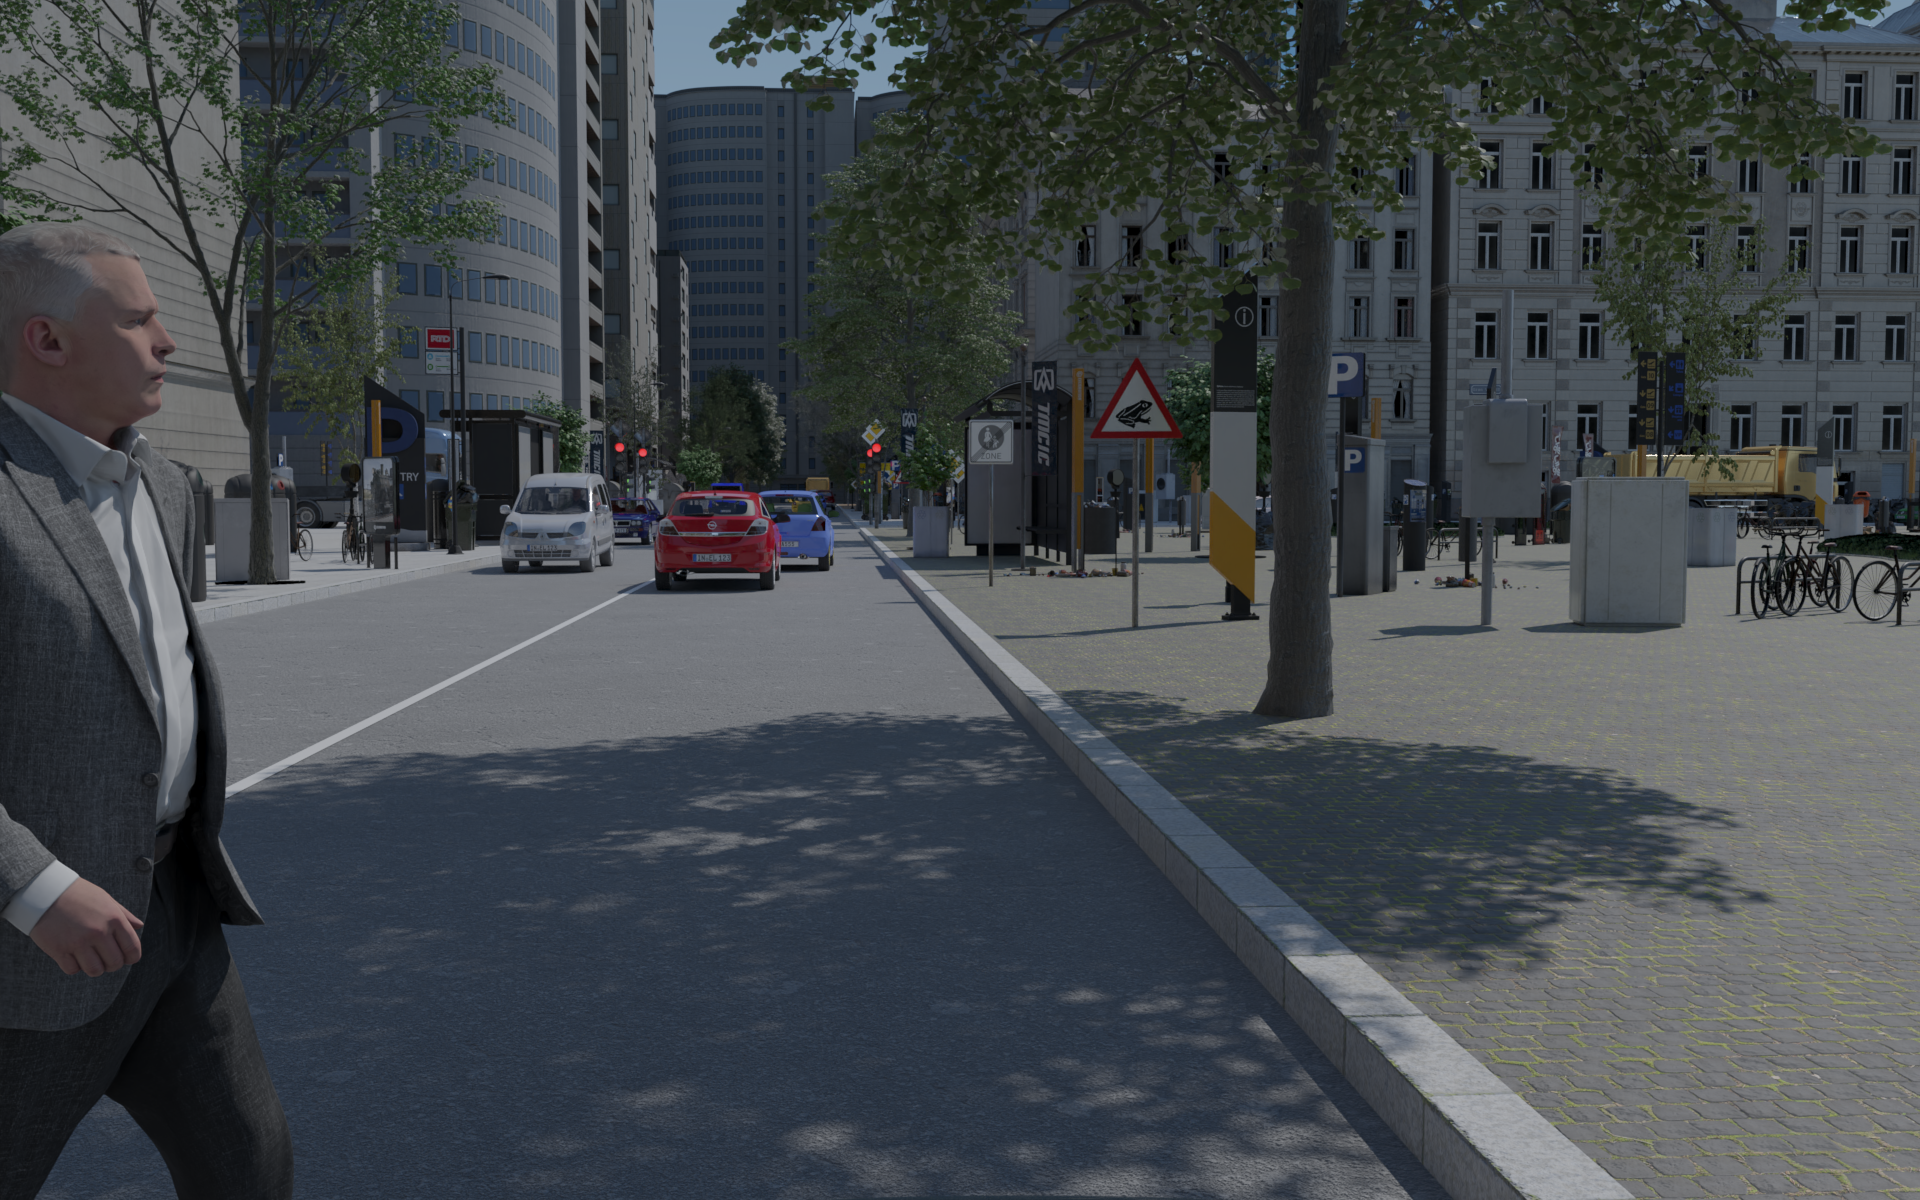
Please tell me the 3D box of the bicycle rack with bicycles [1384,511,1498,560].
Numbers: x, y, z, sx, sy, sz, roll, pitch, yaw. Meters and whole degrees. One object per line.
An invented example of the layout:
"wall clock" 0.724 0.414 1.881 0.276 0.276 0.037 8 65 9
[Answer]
"bicycle rack with bicycles" 9.261 -1.305 34.718 2.925 0.926 2.852 -2 4 -34

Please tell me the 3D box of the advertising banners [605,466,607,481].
"advertising banners" -22.095 -6.817 107.642 0.090 3.025 2.074 -1 4 -20

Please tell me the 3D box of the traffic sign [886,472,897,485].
"traffic sign" -3.417 -5.413 89.694 0.795 2.450 0.064 0 4 -1

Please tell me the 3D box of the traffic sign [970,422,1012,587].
"traffic sign" 0.429 -1.335 23.960 0.606 2.300 0.079 0 4 1

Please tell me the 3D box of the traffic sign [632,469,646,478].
"traffic sign" -16.005 -5.280 86.436 0.768 2.556 0.104 0 4 -3

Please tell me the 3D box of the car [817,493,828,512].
"car" -11.600 -7.940 139.416 1.945 1.707 3.694 0 4 -4

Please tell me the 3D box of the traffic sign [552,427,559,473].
"traffic sign" -12.832 -3.471 50.621 2.265 3.308 0.079 0 4 3

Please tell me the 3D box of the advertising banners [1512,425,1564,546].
"advertising banners" 14.579 -2.901 43.620 2.074 3.025 0.090 -3 4 -37

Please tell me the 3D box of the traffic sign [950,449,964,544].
"traffic sign" -0.218 -2.629 44.166 0.795 2.450 0.064 0 4 1

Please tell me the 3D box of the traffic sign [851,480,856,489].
"traffic sign" -8.083 -8.152 134.464 0.795 2.450 0.064 0 3 0

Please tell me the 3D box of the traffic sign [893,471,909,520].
"traffic sign" -2.934 -5.339 87.292 0.884 2.594 0.081 0 4 -4

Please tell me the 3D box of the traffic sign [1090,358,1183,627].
"traffic sign" 1.688 -1.017 16.632 0.884 2.594 0.081 0 4 2

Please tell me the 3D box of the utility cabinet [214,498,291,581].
"utility cabinet" -10.546 -0.897 25.823 1.020 1.237 0.306 -1 4 -17

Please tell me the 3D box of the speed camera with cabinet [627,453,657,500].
"speed camera with cabinet" -15.455 -5.485 84.011 0.660 3.252 2.038 1 4 18

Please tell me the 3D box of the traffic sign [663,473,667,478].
"traffic sign" -17.624 -6.266 102.547 0.768 2.556 0.104 0 4 2

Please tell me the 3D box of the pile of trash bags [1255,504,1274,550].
"pile of trash bags" 6.948 -1.916 41.081 1.912 1.369 3.447 -1 4 -14

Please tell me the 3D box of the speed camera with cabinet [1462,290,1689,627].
"speed camera with cabinet" 6.019 -1.386 16.989 2.038 3.252 0.660 0 4 7

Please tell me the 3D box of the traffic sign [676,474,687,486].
"traffic sign" -17.371 -6.576 107.624 0.768 2.556 0.104 0 4 3

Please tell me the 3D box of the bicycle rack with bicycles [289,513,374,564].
"bicycle rack with bicycles" -11.860 -1.178 32.650 2.852 0.926 2.925 0 4 -4

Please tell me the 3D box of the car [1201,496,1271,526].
"car" 12.047 -3.502 69.611 4.827 1.381 2.083 0 4 -5

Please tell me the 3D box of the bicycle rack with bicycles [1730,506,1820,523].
"bicycle rack with bicycles" 22.980 -2.213 49.561 2.925 0.926 2.852 -1 4 -20

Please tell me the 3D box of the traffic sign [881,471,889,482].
"traffic sign" -4.244 -5.838 95.554 0.768 2.556 0.104 0 4 0

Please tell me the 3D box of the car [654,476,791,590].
"car" -3.764 -1.118 27.327 2.155 1.783 4.494 0 4 -4

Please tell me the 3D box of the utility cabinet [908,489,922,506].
"utility cabinet" -2.138 -4.554 83.138 0.318 1.500 1.173 -1 4 -22

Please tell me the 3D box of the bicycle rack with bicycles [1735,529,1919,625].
"bicycle rack with bicycles" 9.303 -0.293 18.178 2.925 0.926 2.852 -2 4 -29

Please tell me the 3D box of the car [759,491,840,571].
"car" -3.311 -1.463 33.518 1.945 1.707 3.694 0 4 -3

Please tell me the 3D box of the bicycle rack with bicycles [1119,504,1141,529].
"bicycle rack with bicycles" 5.162 -3.069 63.556 2.925 0.926 2.852 -3 5 -45

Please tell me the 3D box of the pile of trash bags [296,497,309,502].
"pile of trash bags" -27.730 -3.758 71.201 1.912 1.369 3.447 -1 4 -23

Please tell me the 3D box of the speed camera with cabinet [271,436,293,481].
"speed camera with cabinet" -23.790 -3.988 59.542 2.038 3.252 0.660 2 4 34

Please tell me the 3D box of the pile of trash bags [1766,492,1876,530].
"pile of trash bags" 31.007 -3.234 62.629 3.447 1.369 1.912 2 4 24

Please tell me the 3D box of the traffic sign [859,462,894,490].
"traffic sign" -5.334 -7.170 111.104 2.265 3.308 0.079 0 4 -4

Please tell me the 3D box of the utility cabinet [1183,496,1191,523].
"utility cabinet" 10.065 -3.965 75.991 0.306 1.237 1.020 2 4 25

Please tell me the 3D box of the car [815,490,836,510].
"car" -12.260 -9.002 155.851 2.281 1.827 5.304 0 4 -5

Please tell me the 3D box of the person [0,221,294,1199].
"person" -1.099 0.404 2.297 0.834 1.777 0.661 0 4 -1

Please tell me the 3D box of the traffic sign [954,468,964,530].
"traffic sign" -0.064 -3.683 61.401 0.795 2.450 0.064 0 4 2

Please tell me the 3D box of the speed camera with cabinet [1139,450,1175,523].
"speed camera with cabinet" 8.694 -5.081 77.403 0.660 3.252 2.038 -3 4 -38

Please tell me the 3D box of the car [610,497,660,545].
"car" -9.605 -2.280 49.858 1.945 1.354 3.894 0 4 -2

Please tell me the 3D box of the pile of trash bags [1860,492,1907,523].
"pile of trash bags" 42.855 -4.185 78.170 3.447 1.369 1.912 -1 4 -19

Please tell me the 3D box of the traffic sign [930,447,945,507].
"traffic sign" -0.705 -2.587 42.397 0.768 2.556 0.104 0 4 5

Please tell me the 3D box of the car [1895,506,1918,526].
"car" 41.484 -3.880 72.229 4.718 1.807 1.959 0 4 -4

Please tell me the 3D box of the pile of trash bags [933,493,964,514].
"pile of trash bags" -0.366 -6.135 110.062 3.447 1.369 1.912 3 5 40

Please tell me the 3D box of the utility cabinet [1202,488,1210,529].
"utility cabinet" 9.293 -3.277 62.263 1.173 1.500 0.318 0 4 6

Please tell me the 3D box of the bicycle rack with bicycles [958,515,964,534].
"bicycle rack with bicycles" 1.555 -2.547 55.029 2.852 0.926 2.925 -2 4 -24

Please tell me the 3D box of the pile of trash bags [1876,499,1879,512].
"pile of trash bags" 39.811 -4.180 78.097 1.912 1.369 3.447 0 4 1

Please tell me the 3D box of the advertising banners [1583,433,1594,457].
"advertising banners" 18.762 -3.325 50.549 2.074 3.025 0.090 -3 4 -36

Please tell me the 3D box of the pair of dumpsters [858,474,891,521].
"pair of dumpsters" -4.185 -5.048 85.034 1.574 2.255 4.437 0 4 -4

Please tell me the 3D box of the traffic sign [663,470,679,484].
"traffic sign" -15.205 -5.557 90.853 0.884 2.594 0.081 0 4 2
